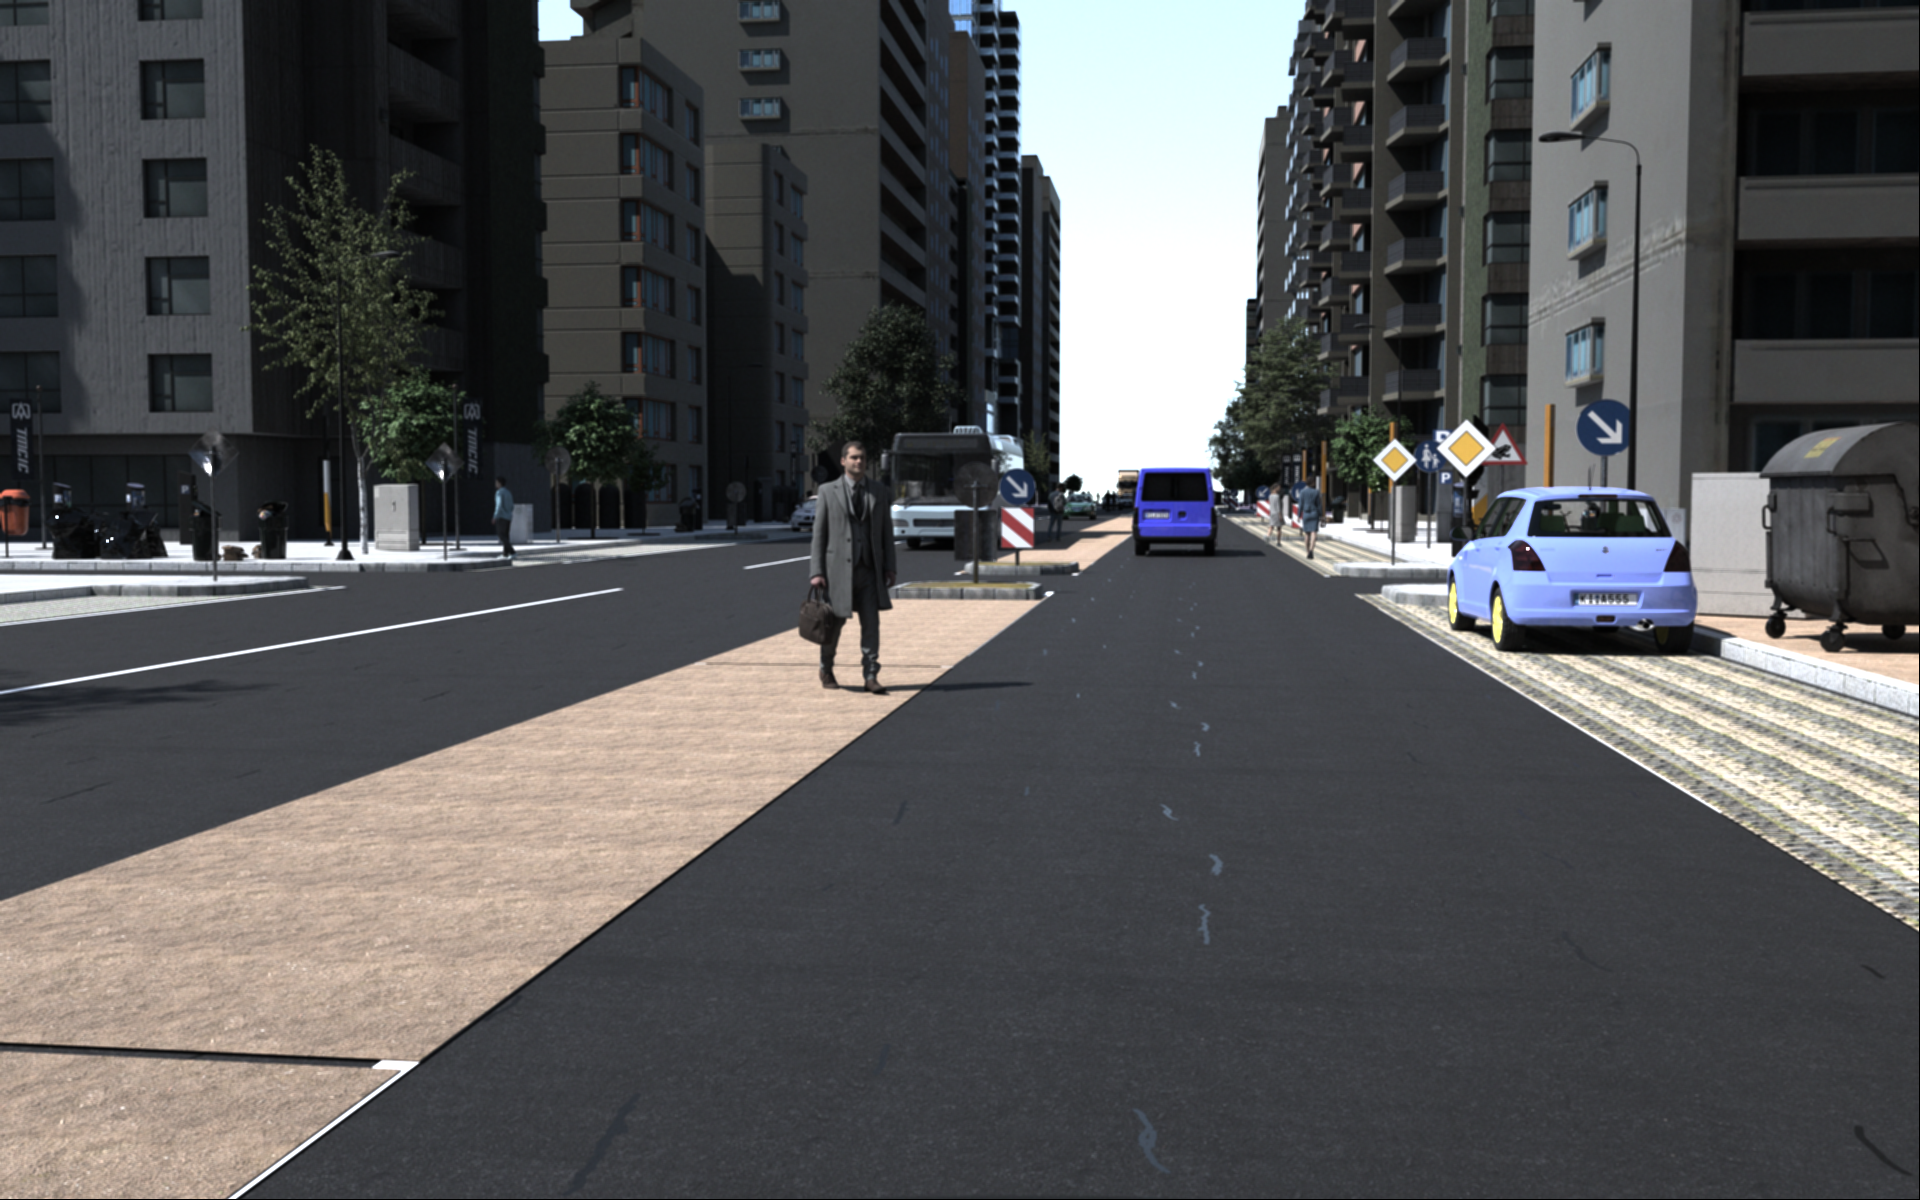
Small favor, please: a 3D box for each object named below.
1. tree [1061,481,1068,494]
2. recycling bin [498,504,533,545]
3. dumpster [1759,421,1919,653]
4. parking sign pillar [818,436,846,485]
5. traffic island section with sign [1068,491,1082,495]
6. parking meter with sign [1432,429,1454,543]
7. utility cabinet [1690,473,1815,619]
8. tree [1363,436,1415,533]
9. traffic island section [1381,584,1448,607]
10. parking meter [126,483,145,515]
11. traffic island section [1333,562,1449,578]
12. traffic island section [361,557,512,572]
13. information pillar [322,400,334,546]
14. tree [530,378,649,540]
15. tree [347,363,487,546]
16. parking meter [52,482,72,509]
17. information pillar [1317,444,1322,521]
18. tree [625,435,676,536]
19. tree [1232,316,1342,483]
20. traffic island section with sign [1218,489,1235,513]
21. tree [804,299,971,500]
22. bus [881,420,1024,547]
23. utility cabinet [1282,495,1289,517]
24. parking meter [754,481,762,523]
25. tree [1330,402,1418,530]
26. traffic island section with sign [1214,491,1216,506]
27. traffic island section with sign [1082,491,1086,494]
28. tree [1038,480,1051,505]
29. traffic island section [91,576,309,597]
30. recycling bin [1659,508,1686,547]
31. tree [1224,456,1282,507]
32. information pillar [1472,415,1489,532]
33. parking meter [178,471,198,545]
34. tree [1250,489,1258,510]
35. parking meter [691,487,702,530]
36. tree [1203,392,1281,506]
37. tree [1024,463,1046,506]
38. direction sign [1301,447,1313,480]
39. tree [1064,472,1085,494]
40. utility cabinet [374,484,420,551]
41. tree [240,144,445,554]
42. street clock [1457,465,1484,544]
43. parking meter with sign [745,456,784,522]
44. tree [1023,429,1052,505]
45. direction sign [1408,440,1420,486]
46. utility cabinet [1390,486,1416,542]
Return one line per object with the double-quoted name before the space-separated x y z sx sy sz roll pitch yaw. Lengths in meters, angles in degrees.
"tree" 14.181 -14.899 238.194 1.663 3.219 1.824 0 3 0
"recycling bin" -11.205 -1.904 43.679 0.722 1.027 0.722 0 4 0
"dumpster" 7.662 -0.540 14.584 1.264 1.857 1.865 0 4 8
"parking sign pillar" -5.909 -5.611 80.218 1.447 3.967 1.447 1 4 13
"traffic island section with sign" 13.737 -12.583 214.362 1.989 1.847 2.006 0 4 7
"parking meter with sign" 12.863 -3.044 46.027 0.543 3.016 1.738 1 4 12
"utility cabinet" 8.254 -0.572 18.026 1.173 1.500 0.318 3 5 43
"tree" 13.957 -3.836 57.328 1.663 3.219 1.824 0 3 0
"traffic island section" 6.758 -0.055 23.175 2.009 0.180 2.903 0 4 7
"parking meter" -18.252 -1.833 38.385 0.372 1.533 0.369 0 3 0
"traffic island section" 7.794 -0.539 31.093 2.009 0.180 2.903 0 4 7
"traffic island section" -9.945 -0.681 33.411 2.009 0.180 2.903 0 4 7
"information pillar" -15.642 -3.146 42.795 0.183 3.616 0.504 -1 4 -12
"tree" -10.361 -4.002 49.148 4.285 4.588 4.351 0 3 0
"tree" -13.599 -3.657 43.505 4.285 4.588 4.351 0 3 0
"parking meter" -19.398 -1.777 37.458 0.372 1.533 0.369 0 3 0
"information pillar" 16.875 -5.497 81.231 0.183 3.616 0.504 3 5 42
"tree" -9.941 -3.625 53.877 1.663 3.219 1.824 0 3 0
"tree" 20.922 -11.790 110.898 7.486 12.596 7.792 0 3 0
"traffic island section with sign" 20.344 -7.387 129.403 1.989 1.847 2.006 0 4 7
"tree" -3.947 -11.305 101.848 9.611 12.733 9.660 0 3 0
"bus" 0.096 -3.324 49.204 2.948 3.499 13.247 0 4 6
"utility cabinet" 18.676 -5.356 98.726 0.306 1.237 1.020 -1 4 -8
"parking meter" -9.029 -4.389 77.473 0.255 1.863 0.399 1 4 23
"tree" 14.735 -4.781 61.889 4.285 4.588 4.351 0 3 0
"traffic island section with sign" 23.838 -9.022 156.132 1.989 1.847 2.006 0 4 7
"traffic island section with sign" 17.239 -14.218 241.089 1.989 1.847 2.006 0 4 7
"tree" 9.902 -13.109 208.939 1.663 3.219 1.824 0 3 0
"traffic island section" -10.982 -0.196 25.493 2.009 0.180 2.903 0 4 7
"recycling bin" 12.280 -1.094 30.448 0.722 1.027 0.722 0 4 4
"tree" 23.782 -9.323 136.146 4.285 4.588 4.351 0 3 0
"information pillar" 15.335 -3.655 51.112 0.504 3.616 0.183 -1 4 -16
"parking meter" -19.560 -2.335 43.894 0.399 1.863 0.255 0 4 -1
"tree" 24.079 -8.932 140.632 1.663 3.219 1.824 0 3 0
"parking meter" -9.337 -3.246 61.489 0.372 1.533 0.369 0 3 0
"tree" 31.947 -16.939 193.958 9.611 12.733 9.660 0 3 0
"tree" 7.291 -11.995 179.825 4.285 4.588 4.351 0 3 0
"direction sign" 16.682 -5.590 83.398 0.876 3.537 0.379 -3 5 -42
"tree" 16.805 -16.600 255.127 4.285 4.588 4.351 0 3 0
"utility cabinet" -12.705 -1.856 39.022 1.173 1.500 0.318 2 4 33
"tree" -12.773 -5.274 36.588 4.737 8.622 4.395 0 3 0
"street clock" 9.663 -1.728 32.825 0.471 2.002 0.358 1 4 10
"parking meter with sign" -8.989 -5.100 79.649 1.738 3.016 0.543 -1 4 -15
"tree" 8.658 -14.994 195.507 4.737 8.622 4.395 0 3 0
"direction sign" 19.075 -4.945 72.850 0.876 3.537 0.379 -3 5 -44
"utility cabinet" 11.719 -2.272 45.822 0.318 1.500 1.173 2 4 32
